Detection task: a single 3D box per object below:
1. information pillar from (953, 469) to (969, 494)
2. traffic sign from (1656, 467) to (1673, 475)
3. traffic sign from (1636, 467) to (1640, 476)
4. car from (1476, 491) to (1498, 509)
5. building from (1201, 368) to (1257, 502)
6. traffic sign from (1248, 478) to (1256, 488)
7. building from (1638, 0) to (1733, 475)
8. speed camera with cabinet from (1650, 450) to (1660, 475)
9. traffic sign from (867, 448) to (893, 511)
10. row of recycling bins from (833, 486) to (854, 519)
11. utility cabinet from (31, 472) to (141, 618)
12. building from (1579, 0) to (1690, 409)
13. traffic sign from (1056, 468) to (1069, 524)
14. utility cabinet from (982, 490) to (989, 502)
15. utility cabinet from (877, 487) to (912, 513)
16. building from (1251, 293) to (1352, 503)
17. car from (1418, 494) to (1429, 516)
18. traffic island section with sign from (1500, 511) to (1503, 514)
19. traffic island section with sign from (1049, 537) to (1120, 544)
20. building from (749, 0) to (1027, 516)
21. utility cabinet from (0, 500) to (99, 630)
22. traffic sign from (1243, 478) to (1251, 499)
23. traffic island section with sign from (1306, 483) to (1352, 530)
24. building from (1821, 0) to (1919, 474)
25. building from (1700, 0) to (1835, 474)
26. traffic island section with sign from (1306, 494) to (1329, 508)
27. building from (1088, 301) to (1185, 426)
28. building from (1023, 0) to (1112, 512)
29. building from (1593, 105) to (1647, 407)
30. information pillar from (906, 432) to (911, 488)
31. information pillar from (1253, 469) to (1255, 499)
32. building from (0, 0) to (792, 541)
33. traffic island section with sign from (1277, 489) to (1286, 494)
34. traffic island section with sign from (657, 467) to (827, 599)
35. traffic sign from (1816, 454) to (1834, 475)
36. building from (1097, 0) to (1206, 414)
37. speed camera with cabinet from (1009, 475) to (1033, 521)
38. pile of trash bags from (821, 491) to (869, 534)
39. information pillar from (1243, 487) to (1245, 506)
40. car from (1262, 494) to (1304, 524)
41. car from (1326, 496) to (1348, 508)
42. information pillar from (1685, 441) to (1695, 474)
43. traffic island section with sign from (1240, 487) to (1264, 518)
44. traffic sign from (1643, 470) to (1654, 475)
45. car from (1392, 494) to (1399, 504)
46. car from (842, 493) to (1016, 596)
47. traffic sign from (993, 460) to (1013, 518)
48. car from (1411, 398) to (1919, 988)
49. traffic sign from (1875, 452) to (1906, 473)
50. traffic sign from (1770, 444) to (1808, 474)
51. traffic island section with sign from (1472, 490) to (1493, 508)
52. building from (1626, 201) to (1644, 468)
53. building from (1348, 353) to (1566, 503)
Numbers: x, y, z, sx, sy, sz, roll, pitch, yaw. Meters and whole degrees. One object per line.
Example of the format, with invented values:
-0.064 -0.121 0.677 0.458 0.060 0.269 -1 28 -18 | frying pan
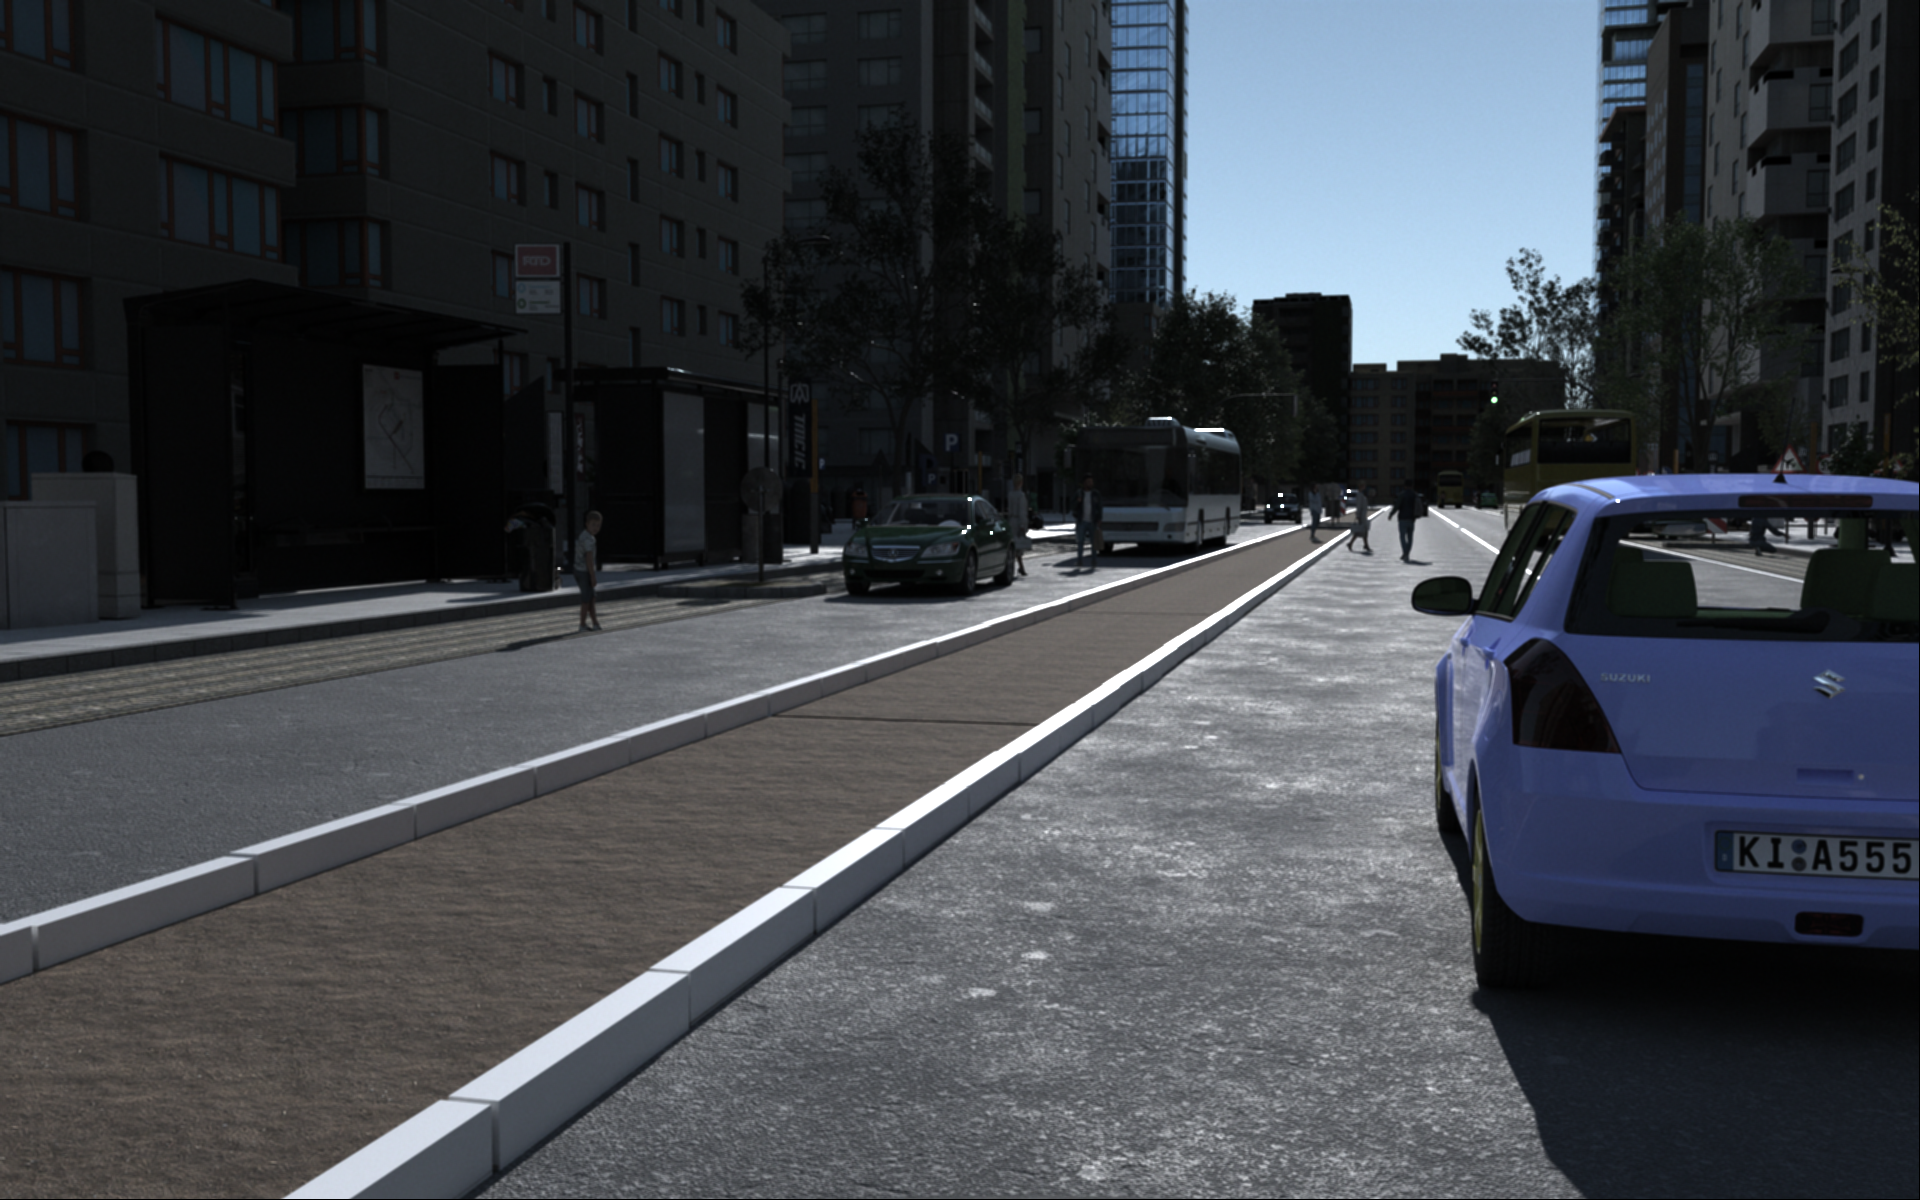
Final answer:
0.059 -2.898 51.871 0.304 2.012 0.304 2 4 27 | information pillar
32.582 -4.898 80.189 0.768 2.556 0.104 1 4 22 | traffic sign
29.847 -4.708 77.083 0.768 2.556 0.104 1 4 17 | traffic sign
50.008 -9.504 164.179 1.959 1.807 4.718 1 4 14 | car
30.235 -25.680 264.908 28.899 21.520 27.650 1 4 14 | building
22.480 -8.181 133.864 0.768 2.556 0.104 1 4 22 | traffic sign
69.990 -30.973 156.519 14.600 45.320 14.200 1 4 14 | building
30.621 -5.097 77.671 2.038 3.252 0.660 -1 4 -8 | speed camera with cabinet
-2.264 -3.015 49.295 0.884 2.594 0.081 1 4 22 | traffic sign
-6.662 -4.989 88.686 3.534 1.692 1.069 -2 4 -24 | row of recycling bins
-9.027 -0.564 17.905 1.173 1.500 0.318 2 4 23 | utility cabinet
101.132 -56.817 241.625 31.000 86.520 22.319 1 4 14 | building
4.460 -4.525 74.094 0.768 2.556 0.104 1 4 15 | traffic sign
1.869 -6.426 113.744 1.173 1.500 0.318 -2 4 -25 | utility cabinet
-2.193 -3.023 58.113 1.173 1.500 0.318 2 4 29 | utility cabinet
49.729 -29.391 252.247 14.107 30.474 14.160 1 4 14 | building
29.467 -6.280 112.470 2.009 1.686 4.222 1 4 13 | car
40.423 -7.184 126.092 1.989 1.847 2.006 1 4 14 | traffic island section with sign
3.763 -2.572 50.686 1.989 1.847 2.006 1 4 14 | traffic island section with sign
-4.422 -25.592 102.022 14.154 41.232 14.086 1 4 14 | building
-8.906 -0.346 16.819 0.306 1.237 1.020 2 4 23 | utility cabinet
21.968 -8.149 133.341 0.768 2.556 0.104 1 4 16 | traffic sign
15.234 -3.838 70.885 2.006 1.907 1.989 1 4 14 | traffic island section with sign
52.972 -19.316 87.511 14.107 30.474 14.160 1 4 14 | building
67.413 -32.347 118.112 28.713 52.752 27.495 1 4 14 | building
36.803 -10.411 178.843 1.989 1.847 2.006 1 4 14 | traffic island section with sign
7.573 -20.084 173.418 27.650 21.520 28.899 1 4 14 | building
-3.458 -33.234 132.616 28.713 52.752 27.495 1 4 14 | building
82.365 -32.807 191.023 22.147 44.769 28.867 1 4 14 | building
-1.946 -4.535 65.505 0.183 3.616 0.504 -1 4 -15 | information pillar
21.883 -8.413 128.903 0.183 3.616 0.504 1 4 10 | information pillar
-23.757 -12.862 55.333 28.899 21.520 27.650 1 4 14 | building
24.172 -7.413 129.832 1.989 1.847 2.006 1 4 14 | traffic island section with sign
-2.987 -0.976 24.586 1.989 1.847 2.006 1 4 14 | traffic island section with sign
27.354 -3.335 54.640 0.768 2.556 0.104 1 4 20 | traffic sign
15.237 -54.913 210.490 31.000 86.520 22.319 1 4 14 | building
2.916 -5.389 82.438 0.660 3.252 2.038 1 4 20 | speed camera with cabinet
-4.678 -2.862 56.547 3.447 1.369 1.912 -1 4 -14 | pile of trash bags
23.718 -8.615 145.348 0.304 2.012 0.304 -2 4 -29 | information pillar
15.763 -4.563 84.392 2.009 1.686 4.222 1 4 13 | car
37.376 -9.775 171.613 2.131 1.459 4.920 1 4 14 | car
32.274 -5.213 76.588 0.504 3.616 0.183 1 4 13 | information pillar
17.431 -5.817 103.730 1.989 1.847 2.006 1 4 14 | traffic island section with sign
36.851 -5.656 92.574 0.768 2.556 0.104 1 4 17 | traffic sign
45.568 -10.313 178.401 2.009 1.686 4.222 1 4 15 | car
-0.380 -0.873 26.066 2.131 1.459 4.920 1 4 13 | car
1.266 -3.017 51.456 0.606 2.300 0.079 1 4 19 | traffic sign
2.608 0.212 6.133 1.945 1.707 3.694 1 4 13 | car
24.022 -2.744 44.875 0.884 2.594 0.081 1 4 20 | traffic sign
21.328 -2.728 44.609 0.884 2.594 0.081 1 4 16 | traffic sign
52.971 -10.161 174.753 1.989 1.847 2.006 1 4 14 | traffic island section with sign
73.036 -24.430 171.129 14.160 30.474 14.107 1 4 14 | building
72.468 -25.049 254.591 28.899 21.520 27.650 1 4 14 | building
